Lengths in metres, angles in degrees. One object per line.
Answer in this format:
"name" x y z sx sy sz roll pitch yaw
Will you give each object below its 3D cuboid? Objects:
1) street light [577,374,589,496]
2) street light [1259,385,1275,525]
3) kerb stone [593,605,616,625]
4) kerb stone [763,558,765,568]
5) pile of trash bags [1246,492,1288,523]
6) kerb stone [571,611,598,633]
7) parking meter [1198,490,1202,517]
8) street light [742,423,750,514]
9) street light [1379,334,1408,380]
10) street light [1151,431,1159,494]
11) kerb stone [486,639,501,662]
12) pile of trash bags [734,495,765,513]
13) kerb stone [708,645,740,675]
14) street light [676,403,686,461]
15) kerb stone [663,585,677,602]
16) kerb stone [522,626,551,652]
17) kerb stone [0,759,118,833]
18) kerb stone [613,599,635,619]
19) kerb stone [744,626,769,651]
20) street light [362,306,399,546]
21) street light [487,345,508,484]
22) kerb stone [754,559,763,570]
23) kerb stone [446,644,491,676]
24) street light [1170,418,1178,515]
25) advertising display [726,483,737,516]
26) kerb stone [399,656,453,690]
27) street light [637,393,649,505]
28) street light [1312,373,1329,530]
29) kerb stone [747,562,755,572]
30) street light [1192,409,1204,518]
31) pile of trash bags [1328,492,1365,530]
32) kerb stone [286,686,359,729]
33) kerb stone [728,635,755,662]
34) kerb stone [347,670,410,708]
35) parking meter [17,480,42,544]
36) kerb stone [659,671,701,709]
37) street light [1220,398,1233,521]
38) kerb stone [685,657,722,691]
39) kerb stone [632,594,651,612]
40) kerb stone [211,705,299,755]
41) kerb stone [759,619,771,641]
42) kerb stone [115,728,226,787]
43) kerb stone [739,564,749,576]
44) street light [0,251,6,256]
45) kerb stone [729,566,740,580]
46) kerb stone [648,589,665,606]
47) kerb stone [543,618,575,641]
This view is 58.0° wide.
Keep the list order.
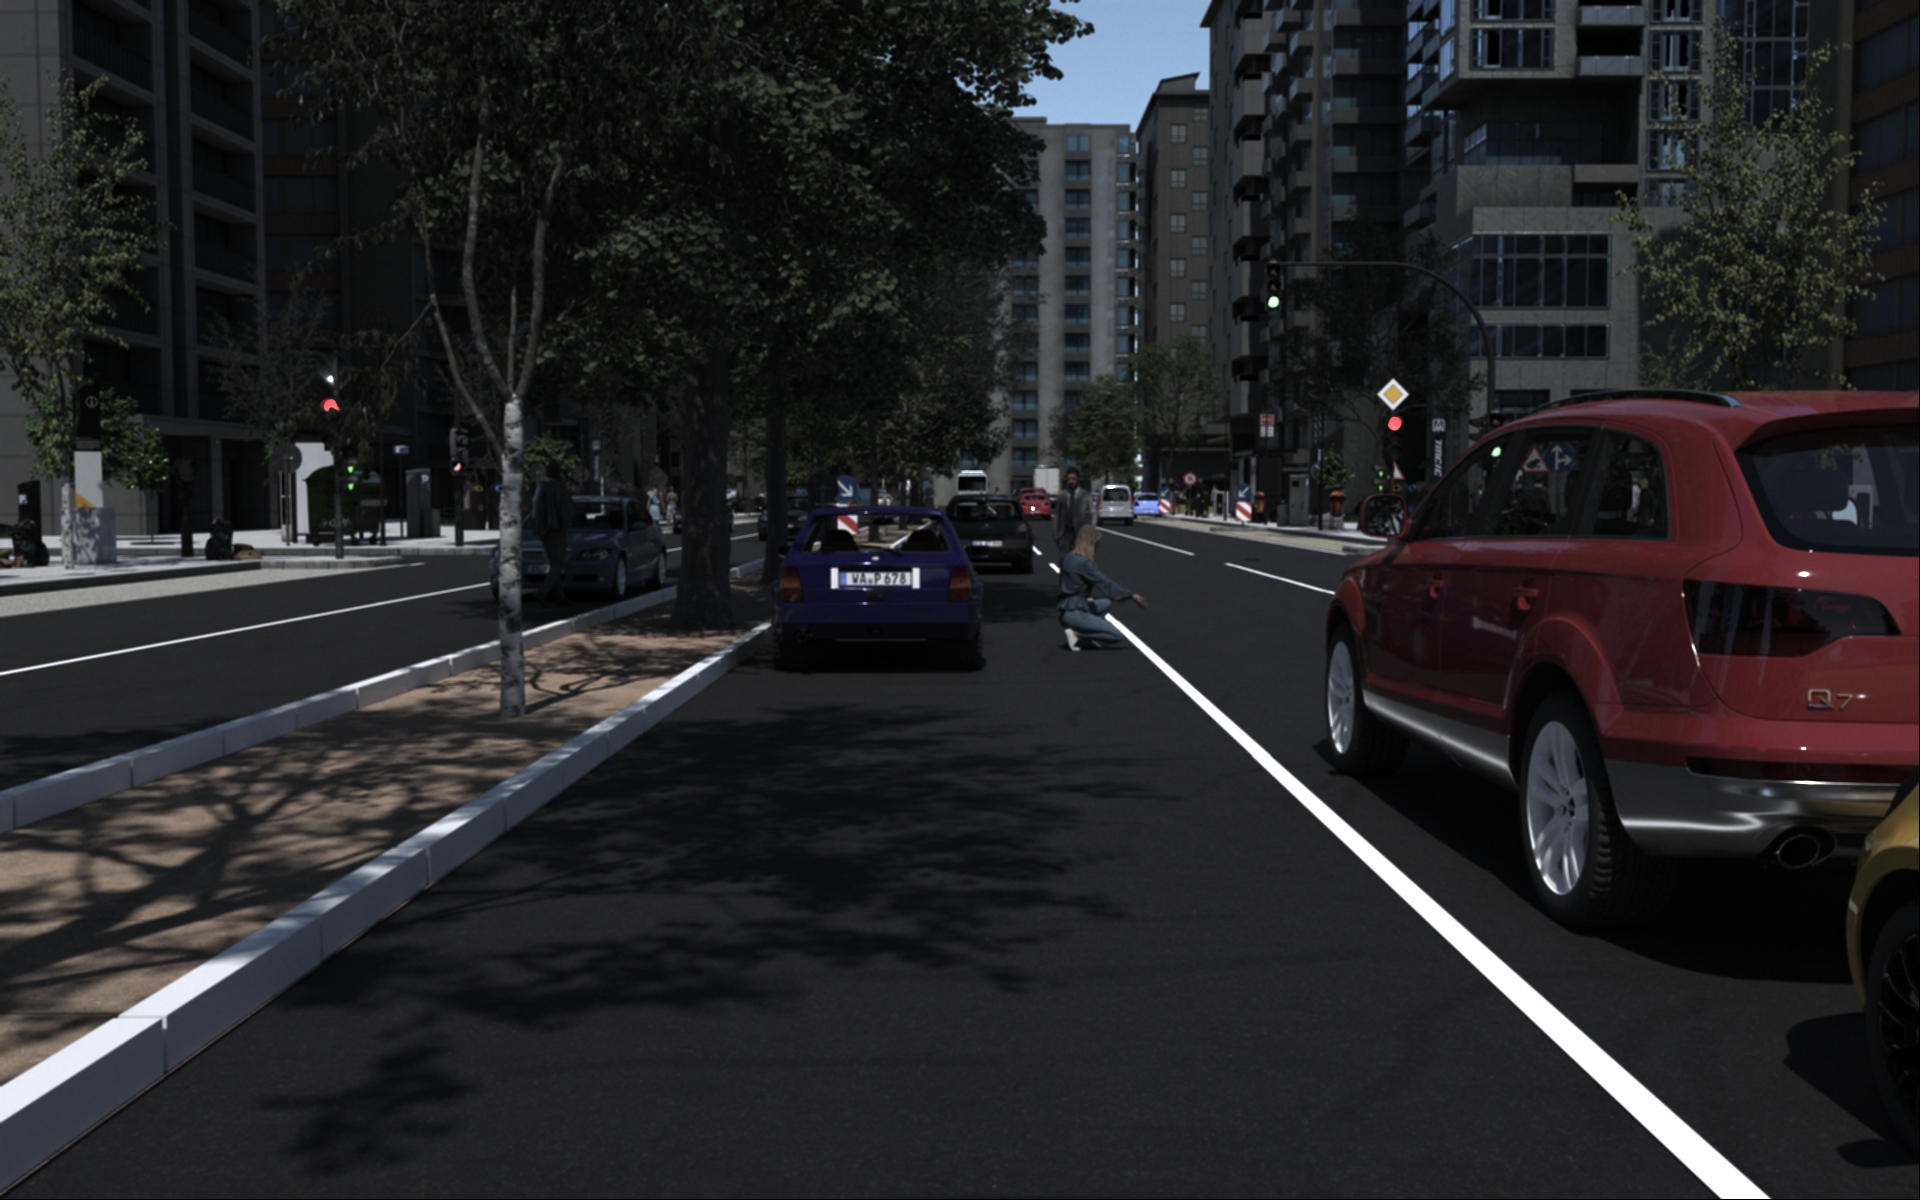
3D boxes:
"street light" -14.048 -5.614 64.572 0.468 5.910 1.993 0 4 0
"street light" 12.806 -6.093 72.402 0.468 5.910 1.993 0 4 0
"kerb stone" -3.991 0.190 19.146 0.120 0.150 1.000 0 4 0
"kerb stone" -3.866 -0.691 33.497 0.120 0.150 1.000 0 4 0
"pile of trash bags" 13.711 -4.137 77.386 1.912 1.369 3.447 1 4 21
"kerb stone" -3.988 0.251 18.124 0.120 0.150 1.000 0 4 0
"parking meter" 13.504 -5.470 97.837 0.372 1.533 0.369 0 3 0
"street light" -13.662 -8.429 110.597 0.468 5.910 1.993 0 4 0
"street light" 12.517 -4.730 50.123 0.468 5.910 1.993 0 4 0
"street light" 13.132 -8.792 116.542 0.468 5.910 1.993 0 4 0
"kerb stone" -4.021 0.442 15.051 0.120 0.150 1.000 0 4 0
"pile of trash bags" -14.754 -6.516 116.282 3.447 1.369 1.912 0 4 -6
"kerb stone" -1.926 0.503 13.970 0.120 0.150 1.000 0 4 0
"street light" -13.861 -6.973 86.796 0.468 5.910 1.993 0 4 0
"kerb stone" -3.952 -0.064 23.235 0.120 0.150 1.000 0 4 0
"kerb stone" -4.001 0.374 16.073 0.120 0.150 1.000 0 4 0
"kerb stone" -4.077 0.876 7.877 0.120 0.150 1.000 0 4 0
"kerb stone" -3.972 0.125 20.168 0.120 0.150 1.000 0 4 0
"kerb stone" -1.912 0.378 16.022 0.120 0.150 1.000 0 4 0
"street light" -14.267 -4.273 42.653 0.468 5.910 1.993 0 4 0
"street light" -14.210 -4.955 53.805 0.468 5.910 1.993 0 4 0
"kerb stone" -3.870 -0.629 32.473 0.120 0.150 1.000 0 4 0
"kerb stone" -4.024 0.499 14.029 0.120 0.150 1.000 0 4 0
"street light" 12.971 -8.088 105.034 0.468 5.910 1.993 0 4 0
"advertising display" -13.804 -6.010 103.473 0.974 1.923 0.123 -1 4 -20
"kerb stone" -4.039 0.563 12.997 0.120 0.150 1.000 0 4 0
"street light" -13.958 -6.306 75.896 0.468 5.910 1.993 0 4 0
"street light" 12.718 -5.388 60.889 0.468 5.910 1.993 0 4 0
"kerb stone" -3.883 -0.566 31.446 0.120 0.150 1.000 0 4 0
"street light" 12.919 -7.430 94.267 0.468 5.910 1.993 0 4 0
"pile of trash bags" 14.663 -3.192 61.948 1.912 1.369 3.447 -3 5 -43
"kerb stone" -4.054 0.691 10.948 0.120 0.150 1.000 0 4 0
"kerb stone" -1.918 0.443 15.000 0.120 0.150 1.000 0 4 0
"kerb stone" -4.041 0.625 11.972 0.120 0.150 1.000 0 4 0
"parking meter" -17.093 -1.432 31.828 0.372 1.533 0.369 0 3 0
"kerb stone" -1.944 0.630 11.924 0.120 0.150 1.000 0 4 0
"street light" 12.762 -6.751 83.170 0.468 5.910 1.993 0 4 0
"kerb stone" -1.934 0.566 12.948 0.120 0.150 1.000 0 4 0
"kerb stone" -3.970 0.063 21.190 0.120 0.150 1.000 0 4 0
"kerb stone" -4.059 0.752 9.926 0.120 0.150 1.000 0 4 0
"kerb stone" -1.903 0.316 17.050 0.120 0.150 1.000 0 4 0
"kerb stone" -4.068 0.814 8.904 0.120 0.150 1.000 0 4 0
"kerb stone" -3.884 -0.500 30.425 0.120 0.150 1.000 0 4 0
"street light" -14.292 -3.185 24.868 0.468 5.910 1.993 0 4 0
"kerb stone" -3.904 -0.433 29.395 0.120 0.150 1.000 0 4 0
"kerb stone" -3.970 -0.001 22.213 0.120 0.150 1.000 0 4 0
"kerb stone" -4.003 0.312 17.095 0.120 0.150 1.000 0 4 0
